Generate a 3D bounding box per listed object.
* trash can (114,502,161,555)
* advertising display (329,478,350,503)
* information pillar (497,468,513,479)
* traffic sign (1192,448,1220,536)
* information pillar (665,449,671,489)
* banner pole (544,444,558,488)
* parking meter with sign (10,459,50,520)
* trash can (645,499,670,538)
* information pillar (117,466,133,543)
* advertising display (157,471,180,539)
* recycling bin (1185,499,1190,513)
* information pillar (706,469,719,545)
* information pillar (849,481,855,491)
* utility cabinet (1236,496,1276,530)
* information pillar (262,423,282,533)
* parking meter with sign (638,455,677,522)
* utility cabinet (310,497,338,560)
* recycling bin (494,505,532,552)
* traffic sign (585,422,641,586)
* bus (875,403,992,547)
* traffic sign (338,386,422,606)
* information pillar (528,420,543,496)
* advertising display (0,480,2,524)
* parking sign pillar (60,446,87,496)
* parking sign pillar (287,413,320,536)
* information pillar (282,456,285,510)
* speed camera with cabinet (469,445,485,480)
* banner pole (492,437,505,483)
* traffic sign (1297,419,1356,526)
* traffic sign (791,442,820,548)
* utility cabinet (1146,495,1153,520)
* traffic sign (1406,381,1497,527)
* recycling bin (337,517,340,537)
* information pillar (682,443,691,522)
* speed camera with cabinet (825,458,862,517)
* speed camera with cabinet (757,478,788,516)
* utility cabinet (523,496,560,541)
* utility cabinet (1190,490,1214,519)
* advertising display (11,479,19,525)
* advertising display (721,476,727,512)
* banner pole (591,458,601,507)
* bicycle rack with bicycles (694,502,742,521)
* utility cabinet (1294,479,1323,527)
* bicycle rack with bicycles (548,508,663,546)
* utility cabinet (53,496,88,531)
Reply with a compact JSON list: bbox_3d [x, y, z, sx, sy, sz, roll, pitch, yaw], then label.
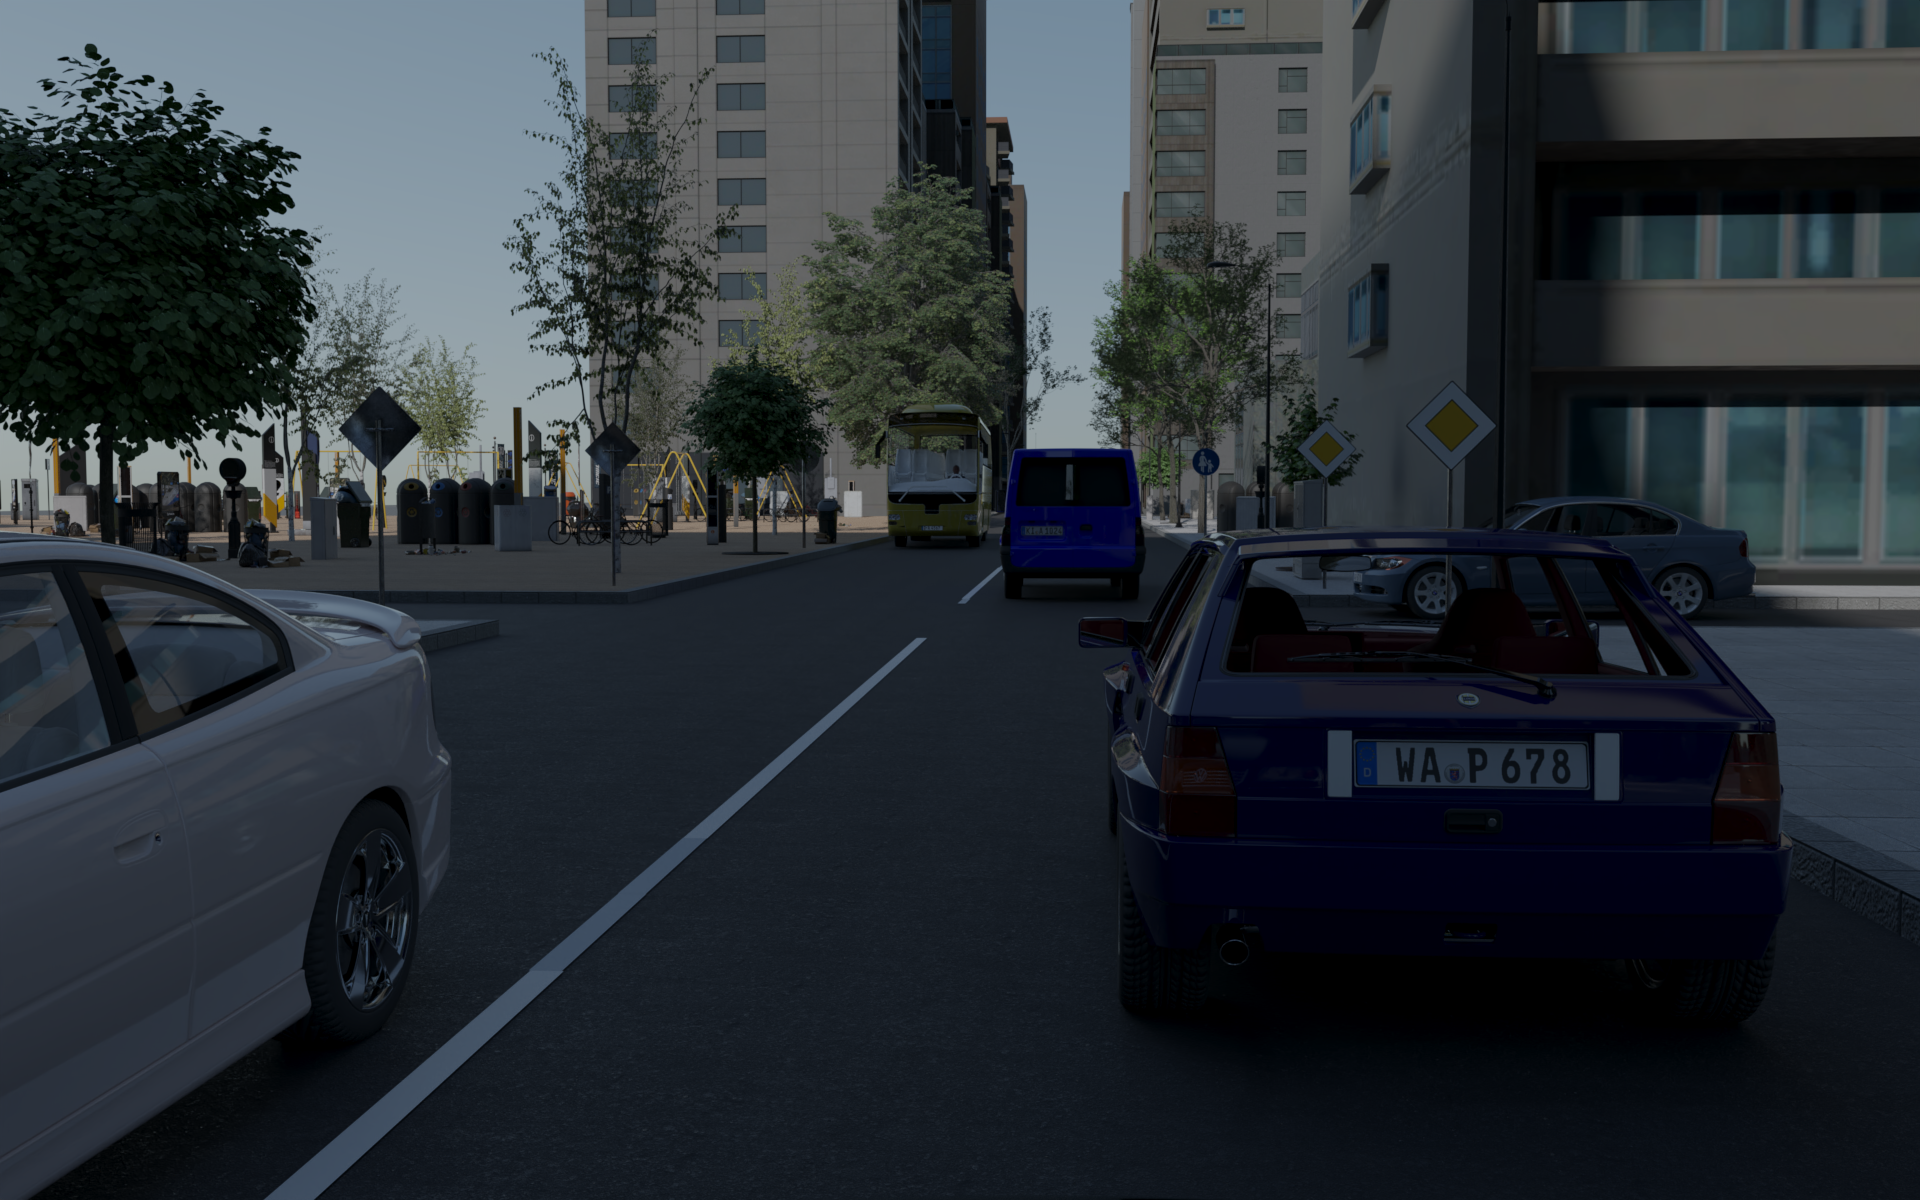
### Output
[{"bbox_3d":[-14.278,-1.127,30.080,0.748,1.137,0.748,0,3,0],"label":"trash can"},{"bbox_3d":[-24.484,-3.865,68.413,0.974,1.923,0.123,2,4,25],"label":"advertising display"},{"bbox_3d":[-12.946,-2.742,49.321,0.304,2.012,0.304,2,4,31],"label":"information pillar"},{"bbox_3d":[6.819,-2.933,48.057,0.768,2.556,0.104,1,4,11],"label":"traffic sign"},{"bbox_3d":[-14.341,-5.733,85.081,0.183,3.616,0.504,1,4,12],"label":"information pillar"},{"bbox_3d":[-20.463,-5.901,86.492,0.863,3.779,0.401,-1,4,-22],"label":"banner pole"},{"bbox_3d":[-45.808,-5.446,85.298,1.738,3.016,0.543,-1,4,-14],"label":"parking meter with sign"},{"bbox_3d":[-8.833,-2.384,50.633,0.748,1.137,0.748,0,3,0],"label":"trash can"},{"bbox_3d":[-21.704,-2.480,45.033,0.304,2.012,0.304,-2,4,-35],"label":"information pillar"},{"bbox_3d":[-22.580,-2.705,49.435,0.123,1.923,0.974,0,4,5],"label":"advertising display"},{"bbox_3d":[12.721,-4.999,94.286,0.722,1.027,0.722,2,4,30],"label":"recycling bin"},{"bbox_3d":[-6.236,-2.391,43.585,0.304,2.012,0.304,-1,4,-11],"label":"information pillar"},{"bbox_3d":[-6.027,-5.634,96.609,0.304,2.012,0.304,1,4,13],"label":"information pillar"},{"bbox_3d":[8.003,-2.184,46.875,1.020,1.237,0.306,2,4,24],"label":"utility cabinet"},{"bbox_3d":[-22.692,-4.011,56.932,0.183,3.616,0.504,2,4,29],"label":"information pillar"},{"bbox_3d":[-13.654,-5.014,78.233,1.738,3.016,0.543,-1,4,-10],"label":"parking meter with sign"},{"bbox_3d":[-12.578,-1.414,34.278,0.306,1.237,1.020,0,4,-7],"label":"utility cabinet"},{"bbox_3d":[-10.076,-1.620,39.036,0.722,1.027,0.722,-2,4,-24],"label":"recycling bin"},{"bbox_3d":[-4.831,-1.253,24.127,0.795,2.450,0.064,0,4,4],"label":"traffic sign"},{"bbox_3d":[-0.477,-3.595,50.329,2.896,3.916,12.252,0,4,2],"label":"bus"},{"bbox_3d":[-5.405,-0.766,16.162,0.795,2.450,0.064,0,4,4],"label":"traffic sign"},{"bbox_3d":[-13.464,-3.885,54.880,0.504,3.616,0.183,2,4,25],"label":"information pillar"},{"bbox_3d":[-42.045,-4.281,75.205,0.974,1.923,0.123,1,4,19],"label":"advertising display"},{"bbox_3d":[-43.319,-5.870,84.443,1.447,3.967,1.447,3,4,38],"label":"parking sign pillar"},{"bbox_3d":[-20.216,-4.003,53.915,1.447,3.967,1.447,-1,4,-16],"label":"parking sign pillar"},{"bbox_3d":[-35.904,-6.115,91.340,0.504,3.616,0.183,0,4,-4],"label":"information pillar"},{"bbox_3d":[-19.588,-4.643,70.246,0.660,3.252,2.038,-1,4,-13],"label":"speed camera with cabinet"},{"bbox_3d":[-20.138,-5.238,75.651,0.401,3.779,0.863,2,4,25],"label":"banner pole"},{"bbox_3d":[4.937,-1.209,23.404,0.795,2.450,0.064,0,4,4],"label":"traffic sign"},{"bbox_3d":[-3.711,-2.511,41.159,0.768,2.556,0.104,1,4,10],"label":"traffic sign"},{"bbox_3d":[9.431,-4.587,86.153,0.306,1.237,1.020,1,4,8],"label":"utility cabinet"},{"bbox_3d":[4.362,-0.722,15.440,0.795,2.450,0.064,0,4,4],"label":"traffic sign"},{"bbox_3d":[-18.227,-2.397,51.745,0.722,1.027,0.722,-1,4,-19],"label":"recycling bin"},{"bbox_3d":[-12.495,-5.358,78.959,0.183,3.616,0.504,-3,5,-42],"label":"information pillar"},{"bbox_3d":[-6.448,-6.201,95.717,2.038,3.252,0.660,0,4,-5],"label":"speed camera with cabinet"},{"bbox_3d":[-10.875,-6.439,99.609,2.038,3.252,0.660,-2,4,-31],"label":"speed camera with cabinet"},{"bbox_3d":[-11.480,-2.210,47.298,1.020,1.237,0.306,0,4,1],"label":"utility cabinet"},{"bbox_3d":[12.345,-4.866,88.236,1.173,1.500,0.318,2,4,24],"label":"utility cabinet"},{"bbox_3d":[-39.927,-4.157,73.178,0.123,1.923,0.974,-3,4,-36],"label":"advertising display"},{"bbox_3d":[-8.637,-3.551,63.277,0.123,1.923,0.974,0,4,-3],"label":"advertising display"},{"bbox_3d":[-18.660,-6.032,88.634,0.863,3.779,0.401,2,4,33],"label":"banner pole"},{"bbox_3d":[-10.816,-4.195,81.972,2.925,0.926,2.852,1,4,13],"label":"bicycle rack with bicycles"},{"bbox_3d":[5.286,-1.084,26.406,0.318,1.500,1.173,0,4,4],"label":"utility cabinet"},{"bbox_3d":[-8.941,-1.864,43.861,2.925,0.926,2.852,-1,4,-13],"label":"bicycle rack with bicycles"},{"bbox_3d":[-30.671,-2.970,59.715,1.020,1.237,0.306,-1,4,-23],"label":"utility cabinet"}]
